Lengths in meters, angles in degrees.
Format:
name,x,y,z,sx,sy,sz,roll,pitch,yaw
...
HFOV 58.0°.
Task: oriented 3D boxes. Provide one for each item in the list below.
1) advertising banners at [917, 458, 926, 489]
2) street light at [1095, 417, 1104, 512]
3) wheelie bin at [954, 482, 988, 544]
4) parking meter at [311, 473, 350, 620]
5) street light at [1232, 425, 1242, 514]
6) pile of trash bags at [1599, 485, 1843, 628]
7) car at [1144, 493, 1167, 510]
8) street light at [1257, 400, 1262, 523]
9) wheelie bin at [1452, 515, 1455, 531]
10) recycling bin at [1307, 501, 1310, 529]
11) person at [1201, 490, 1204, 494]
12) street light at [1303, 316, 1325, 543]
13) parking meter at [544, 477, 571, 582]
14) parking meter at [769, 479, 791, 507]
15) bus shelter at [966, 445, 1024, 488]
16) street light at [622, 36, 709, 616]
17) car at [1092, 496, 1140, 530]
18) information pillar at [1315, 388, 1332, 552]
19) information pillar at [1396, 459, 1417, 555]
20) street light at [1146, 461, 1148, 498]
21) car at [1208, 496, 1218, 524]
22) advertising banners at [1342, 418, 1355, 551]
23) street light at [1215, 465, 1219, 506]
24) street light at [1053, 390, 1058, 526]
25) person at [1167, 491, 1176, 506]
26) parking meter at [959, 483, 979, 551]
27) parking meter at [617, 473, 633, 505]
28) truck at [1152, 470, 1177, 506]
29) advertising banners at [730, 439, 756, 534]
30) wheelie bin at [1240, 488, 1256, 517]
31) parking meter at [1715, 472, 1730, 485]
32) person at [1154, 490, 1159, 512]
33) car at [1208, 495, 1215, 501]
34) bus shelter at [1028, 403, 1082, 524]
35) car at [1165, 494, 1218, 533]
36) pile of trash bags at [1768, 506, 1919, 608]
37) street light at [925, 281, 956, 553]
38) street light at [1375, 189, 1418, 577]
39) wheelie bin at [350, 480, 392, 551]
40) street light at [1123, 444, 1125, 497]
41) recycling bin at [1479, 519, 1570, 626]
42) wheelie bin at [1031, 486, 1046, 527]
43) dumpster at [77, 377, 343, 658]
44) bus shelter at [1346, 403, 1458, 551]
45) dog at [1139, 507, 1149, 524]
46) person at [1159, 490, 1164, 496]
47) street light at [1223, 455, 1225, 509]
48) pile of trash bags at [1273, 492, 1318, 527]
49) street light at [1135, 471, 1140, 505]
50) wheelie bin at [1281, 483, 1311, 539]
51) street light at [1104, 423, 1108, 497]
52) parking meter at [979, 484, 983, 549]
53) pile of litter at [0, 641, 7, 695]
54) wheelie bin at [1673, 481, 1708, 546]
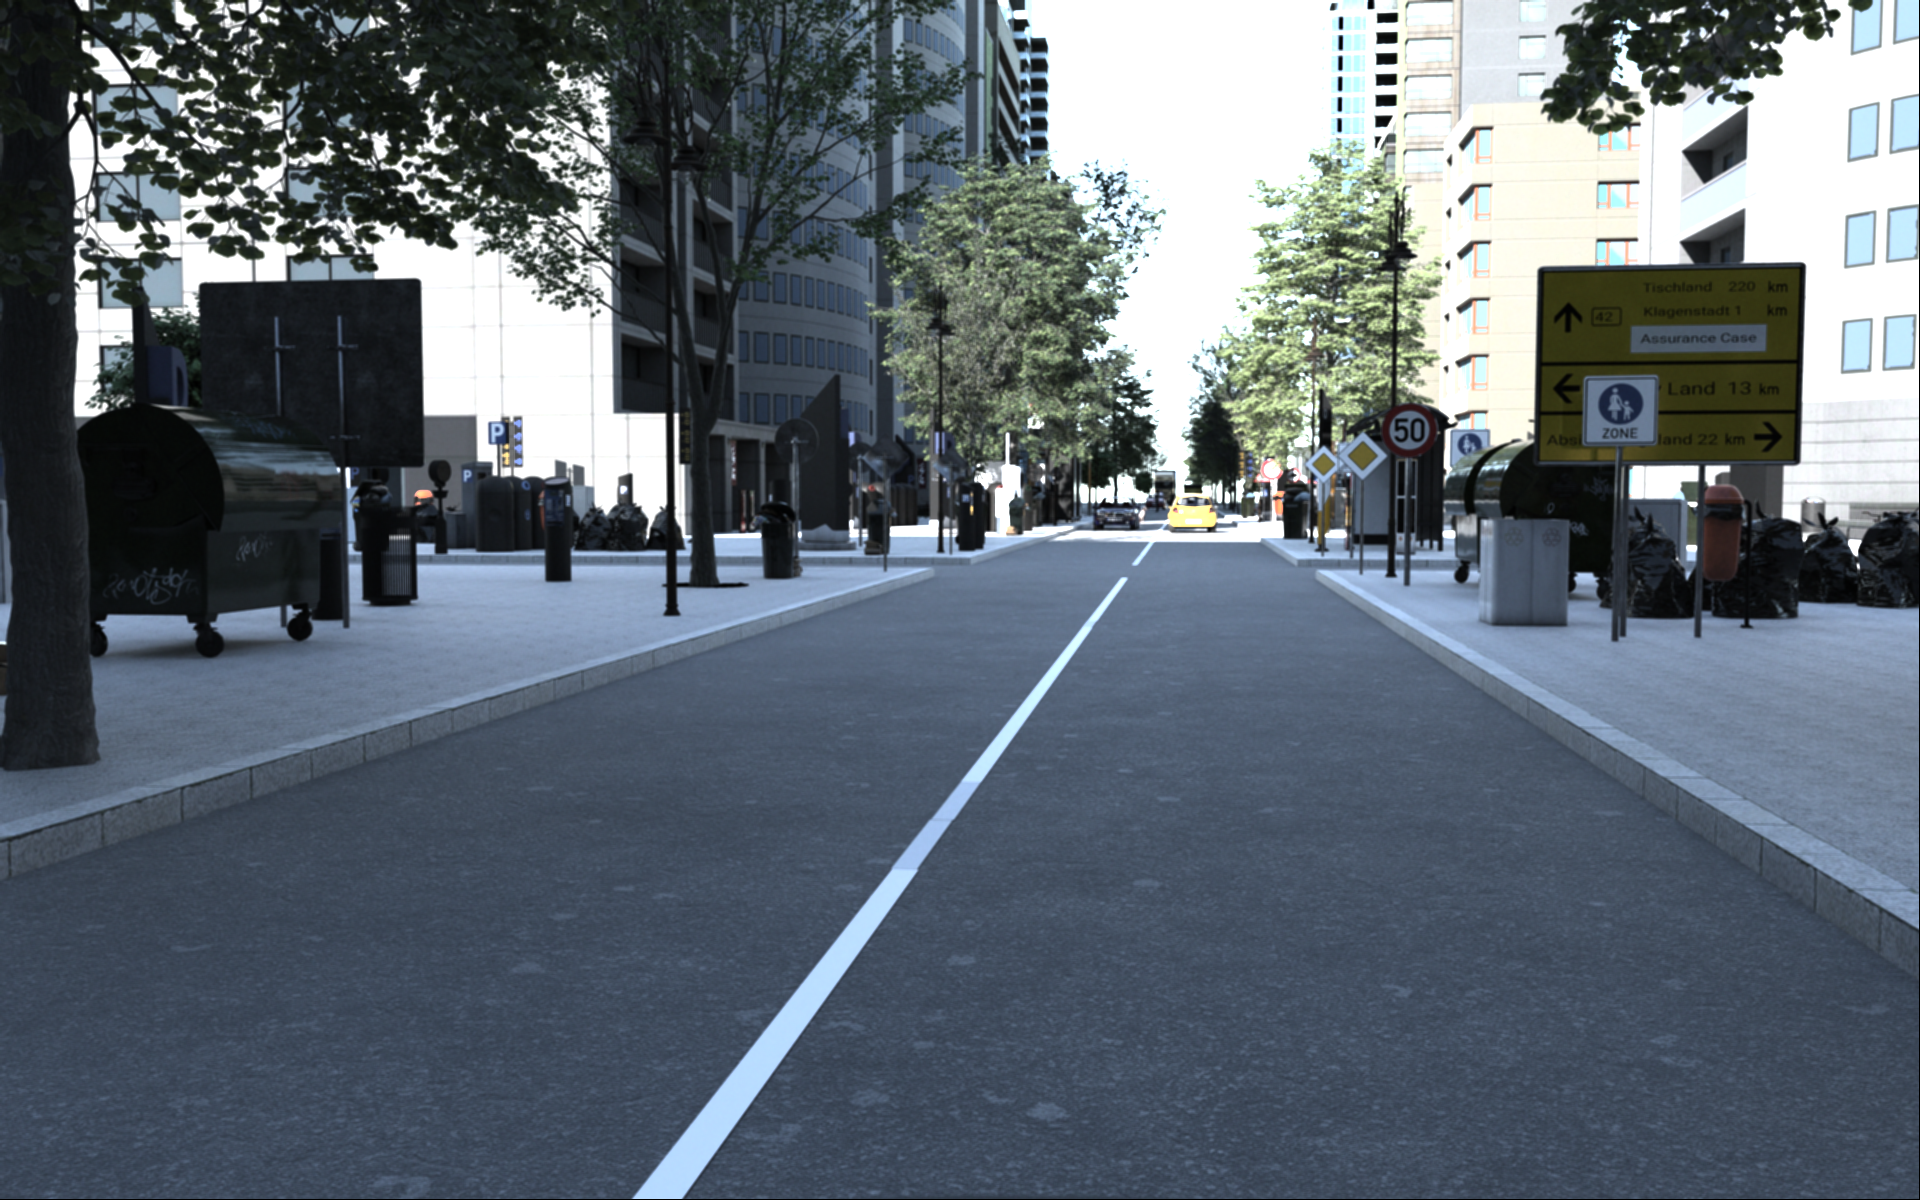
name,x,y,z,sx,sy,sz,roll,pitch,yaw
advertising banners,-1.178,-5.409,84.631,2.074,3.025,0.090,2,4,24
street light,8.075,-7.926,102.378,0.468,5.910,1.993,0,4,7
wheelie bin,0.279,-2.235,44.446,0.980,1.594,0.693,3,4,38
parking meter,-6.466,-0.571,17.741,0.372,1.533,0.369,0,3,0
street light,17.632,-8.364,109.542,0.468,5.910,1.993,0,4,7
pile of trash bags,7.757,-0.506,18.026,1.912,1.369,3.447,1,4,17
car,17.884,-9.128,158.284,2.155,1.783,4.494,1,4,8
street light,13.449,-6.411,77.609,0.468,5.910,1.993,0,4,7
wheelie bin,17.367,-3.176,59.829,0.980,1.594,0.693,1,4,16
recycling bin,12.599,-3.154,64.128,0.722,1.027,0.722,2,4,29
person,22.905,-9.485,163.576,0.705,1.824,1.348,-1,4,-10
street light,9.218,-4.431,45.227,0.468,5.910,1.993,0,4,7
parking meter,-5.923,-1.045,25.496,0.372,1.533,0.369,0,3,0
parking meter,-3.058,-1.290,29.499,0.372,1.533,0.369,0,3,0
bus shelter,1.415,-4.799,72.385,2.014,3.302,5.546,0,4,7
street light,-3.046,-2.774,18.139,0.468,5.910,1.993,0,4,7
car,6.364,-3.528,70.262,1.945,1.354,3.894,1,4,8
information pillar,8.135,-2.893,38.655,0.183,3.616,0.504,3,4,37
information pillar,9.449,-1.968,36.664,0.304,2.012,0.304,-2,4,-27
street light,24.458,-15.568,227.321,0.468,5.910,1.993,0,4,7
car,11.529,-4.355,83.781,1.945,1.354,3.894,0,4,6
advertising banners,8.875,-2.654,39.584,0.090,3.025,2.074,0,4,6
street light,27.615,-12.981,185.030,0.468,5.910,1.993,0,4,7
street light,3.887,-5.974,70.455,0.468,5.910,1.993,0,4,7
person,19.940,-9.363,162.303,1.217,1.735,0.721,0,4,-8
parking meter,0.157,-1.879,39.128,0.372,1.533,0.369,0,3,0
parking meter,-9.441,-2.638,48.847,0.399,1.863,0.255,1,4,9
truck,23.979,-13.065,202.521,2.839,4.237,11.283,1,4,8
advertising banners,-7.086,-3.687,56.477,0.090,3.025,2.074,1,4,16
wheelie bin,16.091,-5.434,96.749,0.693,1.594,0.980,-3,5,-42
parking meter,20.216,-2.461,45.952,0.255,1.863,0.399,0,4,-4
person,15.604,-7.856,137.666,0.721,1.735,1.217,0,4,-7
car,18.032,-7.186,129.498,2.014,1.417,4.499,0,4,8
bus shelter,4.396,-6.171,78.536,2.179,5.291,8.768,0,4,7
car,8.694,-3.347,64.939,2.015,1.641,3.980,0,4,6
pile of trash bags,11.743,-0.651,20.395,3.447,1.369,1.912,0,4,-5
street light,-0.422,-3.973,37.747,0.468,5.910,1.993,0,4,7
street light,6.669,-3.292,26.612,0.468,5.910,1.993,0,4,7
wheelie bin,-13.192,-1.898,38.933,0.693,1.594,0.980,1,4,21
street light,13.735,-10.530,144.950,0.468,5.910,1.993,0,4,7
recycling bin,5.580,-0.282,17.158,0.722,1.027,0.722,0,4,6
wheelie bin,2.898,-3.691,68.254,0.980,1.594,0.693,1,4,16
dumpster,-6.278,-0.725,14.353,1.502,2.255,1.985,0,4,8
bus shelter,10.402,-2.900,41.340,2.014,3.302,5.546,0,4,7
dog,8.723,-4.107,83.994,0.513,0.831,0.800,-2,4,-24
person,20.406,-10.204,175.198,0.709,1.838,0.599,2,4,28
street light,23.400,-11.029,153.111,0.468,5.910,1.993,0,4,7
pile of trash bags,13.732,-3.586,68.375,1.912,1.369,3.447,-3,5,-41
street light,20.297,-13.615,195.394,0.468,5.910,1.993,0,4,7
wheelie bin,9.591,-2.540,49.443,0.980,1.594,0.693,2,4,28
street light,9.417,-8.570,112.909,0.468,5.910,1.993,0,4,7
parking meter,0.361,-1.955,40.378,0.372,1.533,0.369,0,3,0
pile of litter,-6.491,0.163,11.306,1.176,0.858,1.719,1,4,8
wheelie bin,18.224,-2.153,43.114,0.980,1.594,0.693,0,4,1
